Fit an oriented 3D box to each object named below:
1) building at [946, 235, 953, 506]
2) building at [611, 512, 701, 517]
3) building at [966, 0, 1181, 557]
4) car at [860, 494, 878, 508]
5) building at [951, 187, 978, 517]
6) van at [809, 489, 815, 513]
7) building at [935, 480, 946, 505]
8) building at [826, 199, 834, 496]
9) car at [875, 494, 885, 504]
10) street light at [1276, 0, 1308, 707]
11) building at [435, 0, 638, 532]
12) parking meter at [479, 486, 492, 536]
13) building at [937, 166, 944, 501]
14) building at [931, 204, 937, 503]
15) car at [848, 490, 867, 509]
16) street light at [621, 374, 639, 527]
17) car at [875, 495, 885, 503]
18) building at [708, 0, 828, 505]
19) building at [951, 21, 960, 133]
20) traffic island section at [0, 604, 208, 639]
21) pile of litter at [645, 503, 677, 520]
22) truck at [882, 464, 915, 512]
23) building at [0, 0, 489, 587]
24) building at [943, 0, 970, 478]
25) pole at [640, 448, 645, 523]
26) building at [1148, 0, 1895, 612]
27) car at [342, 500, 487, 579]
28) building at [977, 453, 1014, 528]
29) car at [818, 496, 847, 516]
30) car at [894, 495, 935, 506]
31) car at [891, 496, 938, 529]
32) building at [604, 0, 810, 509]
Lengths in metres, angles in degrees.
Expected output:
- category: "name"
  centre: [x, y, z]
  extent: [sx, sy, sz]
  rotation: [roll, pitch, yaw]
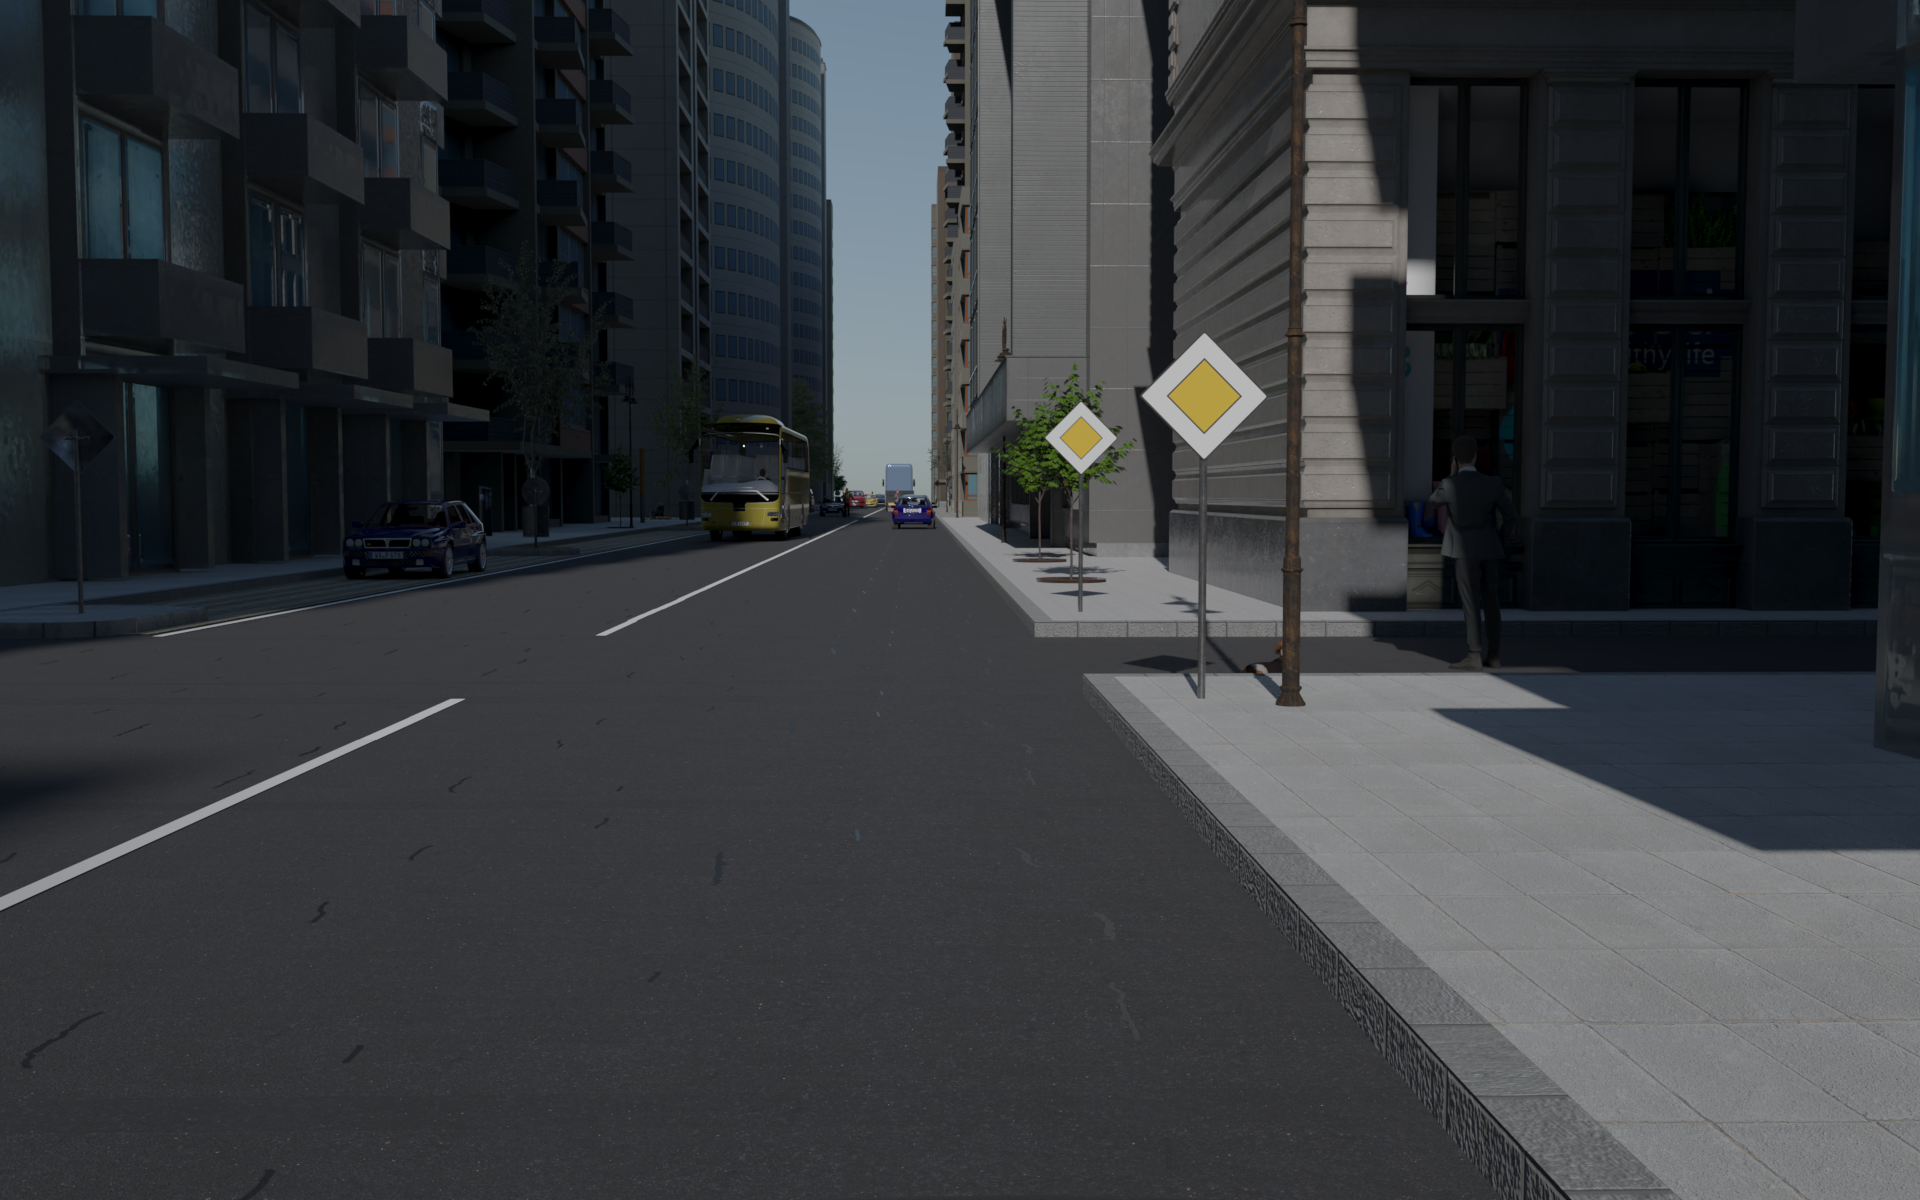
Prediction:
- category: "building"
  centre: [5.474, -25.736, 192.488]
  extent: [14.160, 30.474, 14.107]
  rotation: [0, 4, -1]
- category: "building"
  centre: [-23.541, -40.646, 102.812]
  extent: [20.563, 71.187, 20.611]
  rotation: [0, 4, -1]
- category: "building"
  centre: [7.713, -14.086, 49.379]
  extent: [14.314, 24.678, 30.058]
  rotation: [0, 4, -1]
- category: "car"
  centre: [-9.492, -10.395, 180.184]
  extent: [2.015, 1.641, 3.980]
  rotation: [0, 3, 0]
- category: "building"
  centre: [13.558, -16.352, 112.391]
  extent: [27.650, 21.520, 28.899]
  rotation: [0, 4, -1]
- category: "van"
  centre: [-12.173, -7.761, 133.898]
  extent: [2.013, 2.044, 4.112]
  rotation: [0, 4, -2]
- category: "building"
  centre: [12.930, -31.801, 211.819]
  extent: [32.217, 40.220, 23.993]
  rotation: [0, 4, -1]
- category: "building"
  centre: [-24.396, -33.627, 233.399]
  extent: [14.154, 41.232, 14.086]
  rotation: [0, 4, -1]
- category: "car"
  centre: [-11.486, -14.428, 247.689]
  extent: [2.131, 1.459, 4.920]
  rotation: [0, 4, -2]
- category: "street light"
  centre: [2.010, -2.297, 10.350]
  extent: [0.468, 5.910, 1.993]
  rotation: [0, 4, -1]
- category: "building"
  centre: [-25.378, -25.364, 69.326]
  extent: [22.147, 44.769, 28.867]
  rotation: [0, 4, -1]
- category: "parking meter"
  centre: [-14.450, -2.713, 52.773]
  extent: [0.372, 1.533, 0.369]
  rotation: [0, 3, 0]
- category: "building"
  centre: [3.879, -35.513, 230.749]
  extent: [14.600, 45.320, 14.200]
  rotation: [0, 4, -1]
- category: "building"
  centre: [2.916, -34.400, 246.028]
  extent: [14.154, 41.232, 14.086]
  rotation: [0, 4, -1]
- category: "car"
  centre: [-10.069, -9.678, 166.912]
  extent: [2.281, 1.827, 5.304]
  rotation: [0, 4, -2]
- category: "street light"
  centre: [-12.746, -5.763, 67.006]
  extent: [0.468, 5.910, 1.993]
  rotation: [0, 4, -1]
- category: "car"
  centre: [-10.843, -13.703, 236.407]
  extent: [2.083, 1.381, 4.827]
  rotation: [0, 4, -3]
- category: "building"
  centre: [-27.509, -40.958, 211.660]
  extent: [21.231, 58.520, 28.212]
  rotation: [0, 4, -1]
- category: "building"
  centre: [6.191, -31.344, 162.581]
  extent: [14.600, 45.320, 14.200]
  rotation: [0, 4, -1]
- category: "traffic island section"
  centre: [-9.457, 0.225, 18.596]
  extent: [2.009, 0.180, 2.903]
  rotation: [0, 4, -1]
- category: "pile of litter"
  centre: [-15.020, -4.478, 87.181]
  extent: [1.719, 0.858, 1.176]
  rotation: [0, 4, -3]
- category: "truck"
  centre: [-5.076, -9.652, 147.562]
  extent: [2.967, 4.110, 18.799]
  rotation: [0, 4, -3]
- category: "building"
  centre: [-22.980, -25.201, 31.653]
  extent: [23.786, 49.044, 30.456]
  rotation: [0, 4, -1]
- category: "building"
  centre: [9.794, -29.741, 140.885]
  extent: [22.147, 44.769, 28.867]
  rotation: [0, 4, -1]
- category: "pole"
  centre: [-14.143, -5.091, 77.088]
  extent: [0.158, 3.312, 0.155]
  rotation: [0, 3, 0]
- category: "building"
  centre: [12.785, -11.883, 23.163]
  extent: [19.941, 23.489, 11.050]
  rotation: [0, 4, -1]
- category: "car"
  centre: [-9.517, -1.088, 30.370]
  extent: [1.945, 1.354, 3.894]
  rotation: [0, 4, -3]
- category: "building"
  centre: [6.680, -18.446, 79.083]
  extent: [11.434, 29.767, 29.804]
  rotation: [0, 4, -1]
- category: "car"
  centre: [-8.229, -6.125, 112.728]
  extent: [1.945, 1.354, 3.894]
  rotation: [0, 4, -2]
- category: "car"
  centre: [-2.181, -4.363, 83.331]
  extent: [2.014, 1.417, 4.499]
  rotation: [0, 4, -1]
- category: "car"
  centre: [-1.911, -3.620, 71.775]
  extent: [1.945, 1.354, 3.894]
  rotation: [0, 4, 0]
- category: "building"
  centre: [-26.865, -45.755, 186.342]
  extent: [20.563, 71.187, 20.611]
  rotation: [0, 4, -1]
